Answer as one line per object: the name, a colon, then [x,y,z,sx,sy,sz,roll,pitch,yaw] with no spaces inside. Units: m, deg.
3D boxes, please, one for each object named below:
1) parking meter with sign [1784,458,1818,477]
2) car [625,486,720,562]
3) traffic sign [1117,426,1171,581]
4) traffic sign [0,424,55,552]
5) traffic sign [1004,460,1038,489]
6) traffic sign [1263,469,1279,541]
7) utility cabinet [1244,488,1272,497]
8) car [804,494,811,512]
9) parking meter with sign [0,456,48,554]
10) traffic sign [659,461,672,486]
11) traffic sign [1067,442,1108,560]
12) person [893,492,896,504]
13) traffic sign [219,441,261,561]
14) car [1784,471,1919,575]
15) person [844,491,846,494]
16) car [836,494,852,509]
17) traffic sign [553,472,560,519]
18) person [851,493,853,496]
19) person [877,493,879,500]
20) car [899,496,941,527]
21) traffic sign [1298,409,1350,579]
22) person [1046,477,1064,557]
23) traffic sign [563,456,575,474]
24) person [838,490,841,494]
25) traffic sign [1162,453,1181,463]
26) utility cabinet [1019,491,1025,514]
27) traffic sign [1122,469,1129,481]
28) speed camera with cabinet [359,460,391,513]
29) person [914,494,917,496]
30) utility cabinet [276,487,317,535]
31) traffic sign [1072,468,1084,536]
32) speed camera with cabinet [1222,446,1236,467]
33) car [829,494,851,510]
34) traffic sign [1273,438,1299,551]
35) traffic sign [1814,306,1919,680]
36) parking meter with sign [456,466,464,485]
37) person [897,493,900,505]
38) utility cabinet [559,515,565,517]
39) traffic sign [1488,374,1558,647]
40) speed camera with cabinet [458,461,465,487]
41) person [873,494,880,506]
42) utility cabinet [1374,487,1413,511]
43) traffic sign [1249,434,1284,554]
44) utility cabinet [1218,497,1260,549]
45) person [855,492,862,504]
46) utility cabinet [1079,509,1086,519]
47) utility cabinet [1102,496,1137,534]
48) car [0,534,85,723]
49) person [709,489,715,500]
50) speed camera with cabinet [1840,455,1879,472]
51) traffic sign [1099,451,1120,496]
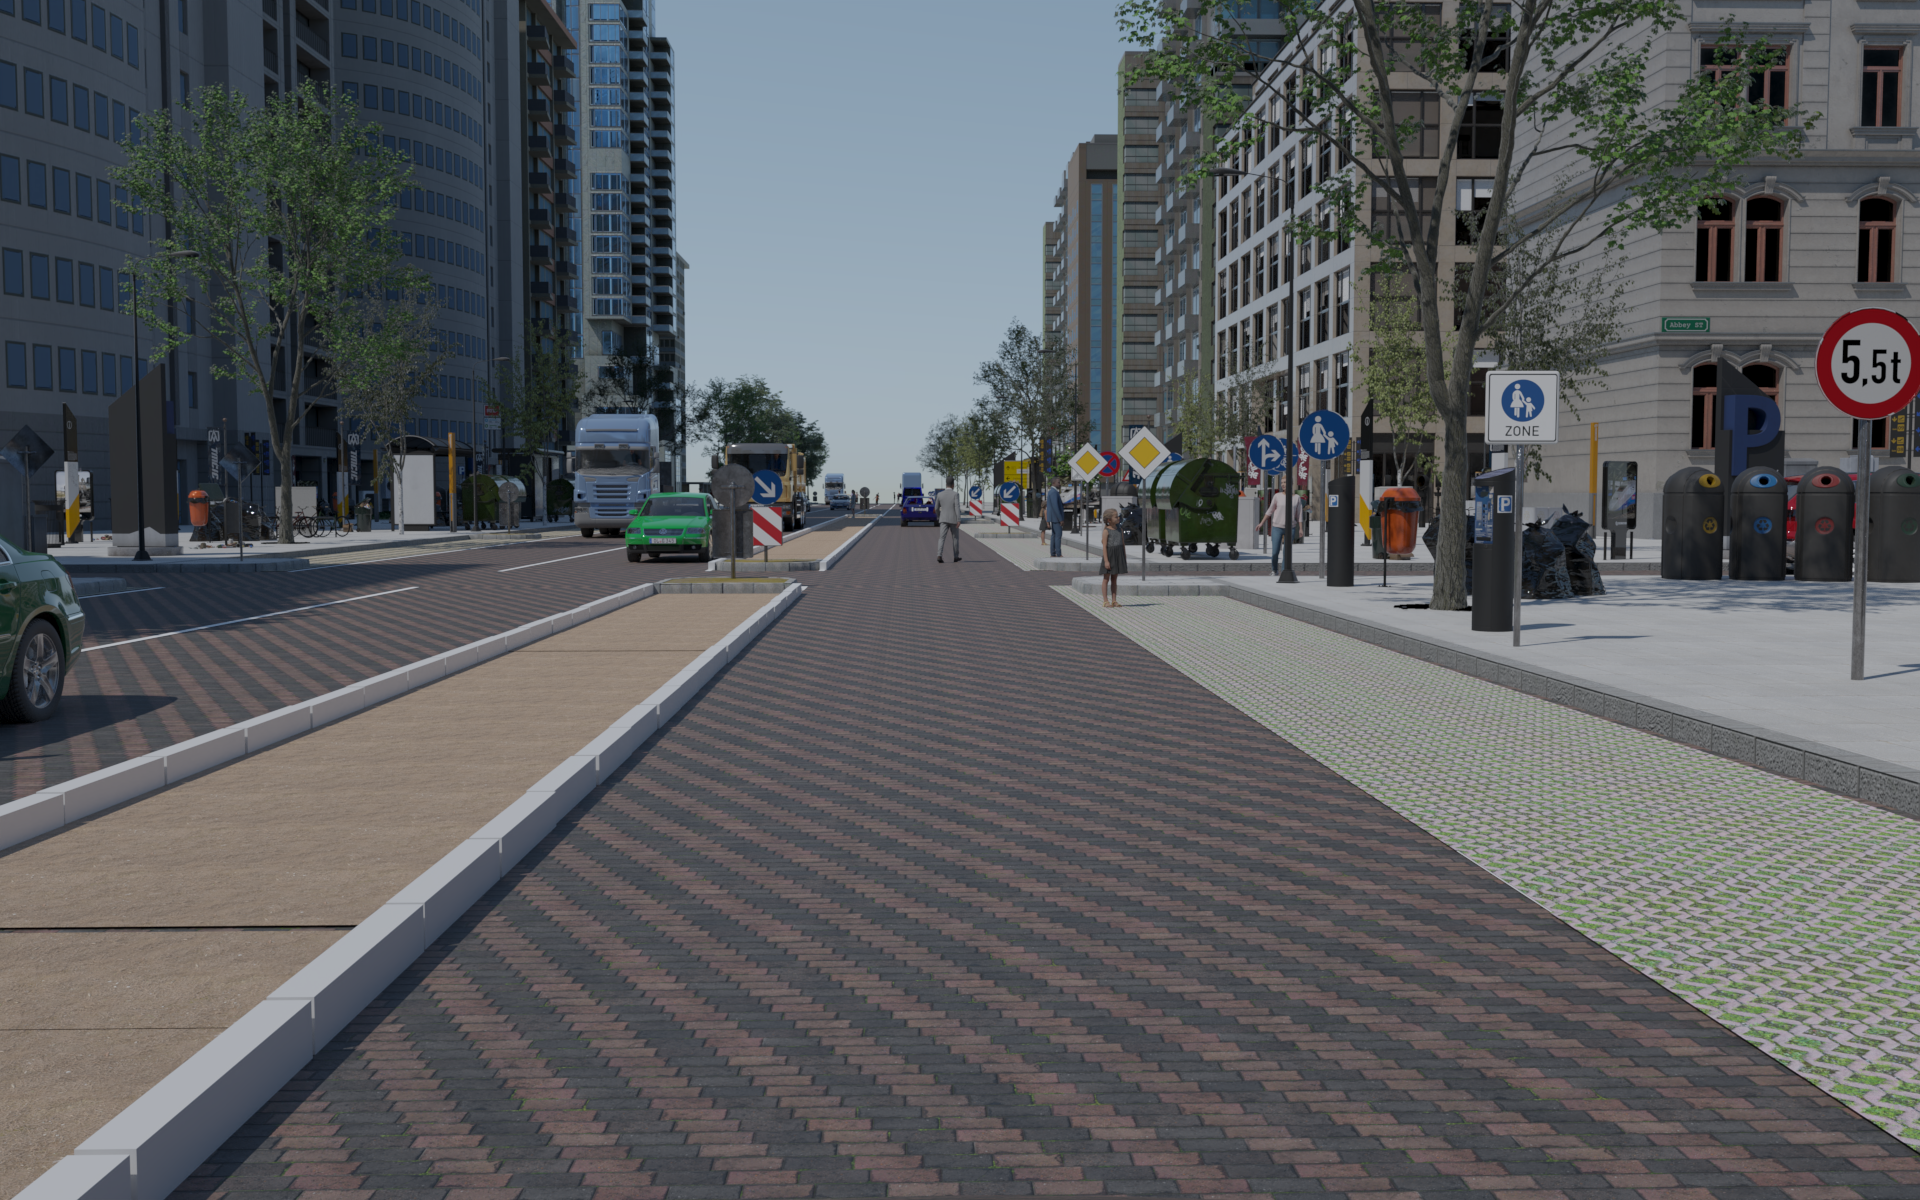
parking meter with sign: [17.740,-2.470,36.650,1.738,3.016,0.543,0,4,6]
car: [-6.146,-1.779,37.881,1.959,1.807,4.718,0,4,-1]
traffic sign: [2.710,-1.338,25.525,0.795,2.450,0.064,0,4,-2]
traffic sign: [-13.477,-1.309,25.049,0.795,2.450,0.064,0,4,-2]
traffic sign: [3.762,-6.773,104.609,2.265,3.308,0.079,0,3,0]
traffic sign: [8.531,-2.880,47.186,0.768,2.556,0.104,0,4,0]
utility cabinet: [10.795,-3.320,62.959,0.318,1.500,1.173,-3,5,-43]
car: [-12.946,-7.872,138.490,2.009,1.686,4.222,0,4,0]
parking meter with sign: [-19.101,-2.342,34.553,0.543,3.016,1.738,1,4,19]
traffic sign: [-19.116,-6.988,108.122,2.265,3.308,0.079,0,4,2]
traffic sign: [2.464,-1.827,33.507,0.795,2.450,0.064,0,4,-2]
person: [-9.290,-14.580,247.704,0.721,1.723,1.217,0,4,-4]
traffic sign: [-13.723,-1.797,33.031,0.795,2.450,0.064,0,4,-2]
car: [16.227,-1.294,29.834,5.304,1.827,2.281,0,4,-1]
person: [-13.677,-12.102,206.347,0.705,1.826,1.348,-2,4,-25]
car: [-11.226,-9.702,168.851,2.015,1.641,3.980,0,4,-2]
traffic sign: [-20.887,-5.439,89.029,0.768,2.556,0.104,0,4,5]
person: [-11.858,-11.325,193.534,0.599,1.838,0.709,-2,4,-23]
person: [-11.255,-13.985,238.616,0.415,1.643,0.593,-1,4,-20]
car: [-1.743,-3.937,76.958,1.945,1.354,3.894,0,4,0]
traffic sign: [5.492,-1.597,26.210,0.768,2.556,0.104,0,4,3]
person: [2.075,-1.762,37.490,0.419,1.800,0.721,-1,4,-13]
traffic sign: [-20.120,-6.042,92.665,2.265,3.308,0.079,0,4,5]
person: [-12.917,-10.802,185.119,0.705,1.824,1.348,2,4,27]
traffic sign: [6.554,-3.260,53.413,0.768,2.556,0.104,0,4,0]
utility cabinet: [3.732,-6.100,108.408,0.318,1.500,1.173,-1,4,-20]
traffic sign: [7.073,-4.341,70.972,0.884,2.594,0.081,0,4,6]
speed camera with cabinet: [-31.018,-5.983,92.165,0.660,3.252,2.038,3,5,40]
person: [-3.043,-6.372,115.903,0.599,1.433,0.991,-1,4,-17]
utility cabinet: [-20.638,-2.763,53.858,1.173,1.500,0.318,-1,4,-22]
traffic sign: [3.687,-3.088,52.616,0.606,2.300,0.079,0,4,0]
speed camera with cabinet: [10.923,-4.746,71.927,0.660,3.252,2.038,-1,4,-17]
car: [-10.682,-8.748,155.025,2.014,1.417,4.499,0,4,-1]
traffic sign: [7.266,-2.391,39.200,0.768,2.556,0.104,0,4,1]
traffic sign: [6.195,-0.720,11.879,0.768,2.556,0.104,0,4,-1]
parking meter with sign: [-30.931,-6.761,106.810,0.543,3.016,1.738,0,4,3]
person: [-8.309,-13.682,233.674,0.415,1.643,0.593,1,4,22]
utility cabinet: [-22.014,-5.199,93.683,1.173,1.500,0.318,-2,4,-26]
traffic sign: [4.680,-0.756,14.496,0.606,2.300,0.079,0,4,0]
speed camera with cabinet: [-29.421,-6.784,105.251,2.038,3.252,0.660,-2,4,-31]
person: [-9.761,-11.665,202.485,1.065,1.426,0.557,3,5,40]
utility cabinet: [12.864,-2.616,51.446,0.318,1.500,1.173,-3,4,-38]
traffic sign: [6.552,-2.264,37.120,0.768,2.556,0.104,0,4,-1]
utility cabinet: [6.477,-1.793,40.481,1.020,1.237,0.306,3,4,36]
person: [-13.561,-13.400,228.303,1.217,1.736,0.721,-1,4,-17]
utility cabinet: [6.513,-4.806,89.739,0.306,1.237,1.020,-1,4,-19]
utility cabinet: [4.614,-2.384,50.133,1.020,1.237,0.306,2,4,34]
car: [-6.607,0.140,9.508,2.131,1.459,4.920,0,4,-3]
person: [-15.804,-6.245,110.572,1.348,1.831,0.705,3,4,39]
speed camera with cabinet: [22.199,-2.882,41.455,2.038,3.252,0.660,0,4,1]
traffic sign: [4.363,-3.130,51.290,0.768,2.556,0.104,0,4,6]
